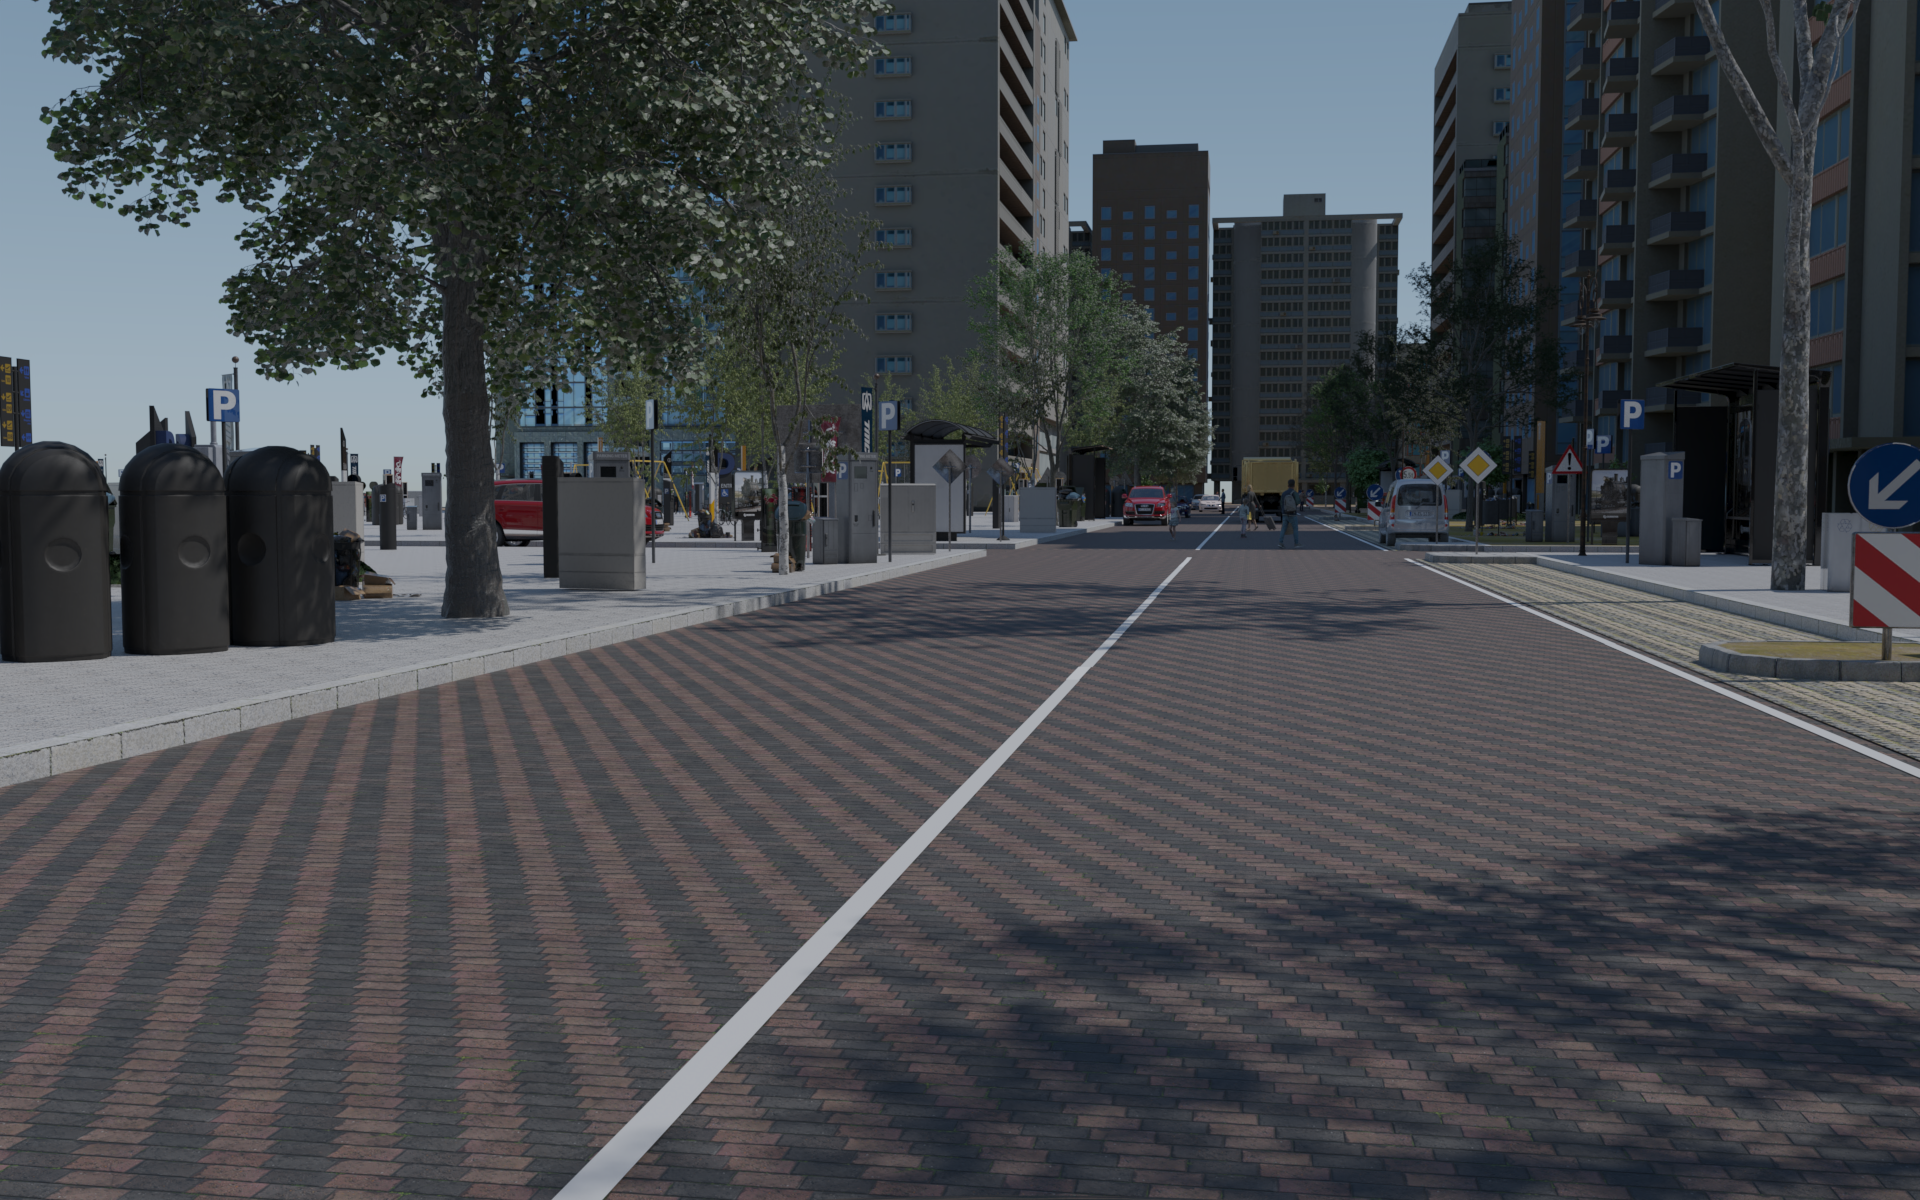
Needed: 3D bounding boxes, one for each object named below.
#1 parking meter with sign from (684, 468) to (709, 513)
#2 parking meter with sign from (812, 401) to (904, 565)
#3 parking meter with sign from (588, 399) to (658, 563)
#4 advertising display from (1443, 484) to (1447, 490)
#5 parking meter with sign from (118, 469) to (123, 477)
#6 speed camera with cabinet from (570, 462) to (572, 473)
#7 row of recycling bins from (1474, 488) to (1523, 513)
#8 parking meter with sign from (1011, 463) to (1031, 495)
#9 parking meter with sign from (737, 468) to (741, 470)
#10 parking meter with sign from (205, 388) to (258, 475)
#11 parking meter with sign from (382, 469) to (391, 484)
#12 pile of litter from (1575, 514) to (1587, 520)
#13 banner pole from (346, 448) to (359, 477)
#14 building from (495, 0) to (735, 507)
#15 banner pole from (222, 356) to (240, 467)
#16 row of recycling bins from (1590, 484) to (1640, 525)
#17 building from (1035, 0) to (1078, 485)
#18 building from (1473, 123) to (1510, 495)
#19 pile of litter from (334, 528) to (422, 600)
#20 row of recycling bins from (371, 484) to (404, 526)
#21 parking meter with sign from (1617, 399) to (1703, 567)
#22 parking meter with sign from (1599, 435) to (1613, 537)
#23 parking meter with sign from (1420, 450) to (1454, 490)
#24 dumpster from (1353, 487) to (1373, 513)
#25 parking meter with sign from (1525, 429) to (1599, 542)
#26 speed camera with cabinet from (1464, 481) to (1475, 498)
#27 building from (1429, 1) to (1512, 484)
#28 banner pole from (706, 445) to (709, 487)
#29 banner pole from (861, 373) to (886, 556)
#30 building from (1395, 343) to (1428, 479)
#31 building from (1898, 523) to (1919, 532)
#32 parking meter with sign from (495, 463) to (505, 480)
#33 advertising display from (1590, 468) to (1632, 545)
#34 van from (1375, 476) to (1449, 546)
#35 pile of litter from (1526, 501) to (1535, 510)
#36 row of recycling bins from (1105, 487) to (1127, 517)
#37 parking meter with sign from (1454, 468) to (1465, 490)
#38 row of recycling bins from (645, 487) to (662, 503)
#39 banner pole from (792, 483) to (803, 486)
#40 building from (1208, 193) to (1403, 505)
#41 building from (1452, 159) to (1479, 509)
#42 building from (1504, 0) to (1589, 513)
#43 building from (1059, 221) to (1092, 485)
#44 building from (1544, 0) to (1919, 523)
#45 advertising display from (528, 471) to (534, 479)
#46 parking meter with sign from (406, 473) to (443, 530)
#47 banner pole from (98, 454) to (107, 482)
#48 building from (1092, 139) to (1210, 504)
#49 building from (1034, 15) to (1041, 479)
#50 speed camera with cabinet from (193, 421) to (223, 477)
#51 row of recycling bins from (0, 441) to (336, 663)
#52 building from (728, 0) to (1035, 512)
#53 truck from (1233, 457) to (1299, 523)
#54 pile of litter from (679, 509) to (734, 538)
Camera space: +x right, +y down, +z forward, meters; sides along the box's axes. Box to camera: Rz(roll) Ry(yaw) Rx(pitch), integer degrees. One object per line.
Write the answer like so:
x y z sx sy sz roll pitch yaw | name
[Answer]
-17.441 -7.292 115.490 1.738 3.016 0.543 1 4 9 | parking meter with sign
-1.932 -2.185 31.992 1.738 3.016 0.543 -3 5 -42 | parking meter with sign
-6.432 -2.167 31.690 1.738 3.016 0.543 -2 4 -25 | parking meter with sign
30.603 -6.445 110.588 0.974 1.923 0.123 3 5 41 | advertising display
-58.952 -7.617 120.799 0.543 3.016 1.738 1 4 11 | parking meter with sign
-24.287 -6.835 106.082 0.660 3.252 2.038 -3 4 -38 | speed camera with cabinet
35.664 -6.616 115.286 3.534 1.692 1.069 0 4 -2 | row of recycling bins
3.633 -6.082 95.700 0.543 3.016 1.738 -3 5 -42 | parking meter with sign
-14.942 -7.307 115.733 0.543 3.016 1.738 -1 4 -14 | parking meter with sign
-11.542 -1.954 28.208 1.738 3.016 0.543 3 4 38 | parking meter with sign
-40.506 -7.704 122.222 0.543 3.016 1.738 -2 4 -26 | parking meter with sign
31.279 -4.412 86.101 1.719 0.858 1.176 -1 4 -15 | pile of litter
-32.996 -6.358 93.972 0.863 3.779 0.401 -3 5 -44 | banner pole
-32.860 -53.106 180.952 31.000 86.520 22.319 1 4 9 | building
-13.309 -2.549 31.698 0.401 3.779 0.863 -3 5 -44 | banner pole
28.185 -4.057 73.444 3.534 1.692 1.069 -2 4 -27 | row of recycling bins
-3.324 -35.823 174.944 27.495 52.752 28.713 1 4 9 | building
49.208 -22.336 136.898 14.160 30.474 14.107 1 4 9 | building
-7.491 -0.450 21.325 1.719 0.858 1.176 -1 4 -17 | pile of litter
-23.859 -3.989 72.331 1.069 1.692 3.534 -1 4 -10 | row of recycling bins
12.660 -2.141 31.267 0.543 3.016 1.738 -1 4 -20 | parking meter with sign
19.713 -3.395 51.767 1.738 3.016 0.543 -2 4 -35 | parking meter with sign
18.629 -4.431 68.704 1.738 3.016 0.543 -2 4 -27 | parking meter with sign
26.969 -6.904 115.378 1.502 2.255 1.985 1 4 10 | dumpster
16.043 -3.061 46.303 1.738 3.016 0.543 0 4 -8 | parking meter with sign
32.407 -7.225 112.458 2.038 3.252 0.660 1 4 12 | speed camera with cabinet
57.629 -33.262 167.536 21.300 48.544 21.600 1 4 9 | building
-11.181 -5.342 77.358 0.401 3.779 0.863 1 4 15 | banner pole
-1.841 -2.803 35.838 0.401 3.779 0.863 2 4 27 | banner pole
70.536 -22.986 220.868 28.899 21.520 27.650 1 4 9 | building
43.012 -24.758 59.422 28.867 44.769 22.147 1 4 9 | building
-25.862 -6.197 97.577 0.543 3.016 1.738 -1 4 -18 | parking meter with sign
16.407 -2.353 43.690 0.974 1.923 0.123 2 4 25 | advertising display
12.719 -2.546 48.640 2.013 2.044 4.112 1 4 9 | van
33.936 -5.407 102.370 1.176 0.858 1.719 0 4 0 | pile of litter
7.477 -5.435 95.969 3.534 1.692 1.069 -1 4 -14 | row of recycling bins
32.831 -7.302 115.649 1.738 3.016 0.543 -2 4 -27 | parking meter with sign
-20.639 -6.712 116.858 1.069 1.692 3.534 -1 4 -12 | row of recycling bins
-8.907 -6.365 94.088 0.863 3.779 0.401 1 4 21 | banner pole
44.812 -32.716 226.793 23.993 40.220 32.217 1 4 9 | building
50.158 -23.200 151.016 14.160 30.474 14.107 1 4 9 | building
46.955 -28.892 122.497 14.600 45.320 14.200 1 4 9 | building
6.529 -33.091 232.925 23.993 40.220 32.217 1 4 9 | building
47.369 -27.223 99.715 22.147 44.769 28.867 1 4 9 | building
-12.130 -2.680 49.038 0.123 1.923 0.974 -1 4 -16 | advertising display
-18.890 -4.015 61.904 1.738 3.016 0.543 -1 4 -13 | parking meter with sign
-53.307 -7.203 107.786 0.401 3.779 0.863 1 4 19 | banner pole
24.555 -34.935 221.301 14.200 45.320 14.600 1 4 9 | building
-0.714 -30.661 151.418 14.600 45.320 14.200 1 4 9 | building
-14.061 -2.373 33.132 0.660 3.252 2.038 0 4 7 | speed camera with cabinet
-6.758 -0.414 13.885 1.069 1.692 3.534 3 5 45 | row of recycling bins
-6.106 -31.215 134.074 21.300 48.544 21.600 1 4 9 | building
16.031 -5.767 90.218 3.469 3.379 9.791 0 4 8 | truck
-7.420 -2.237 50.544 1.719 0.858 1.176 1 4 22 | pile of litter
